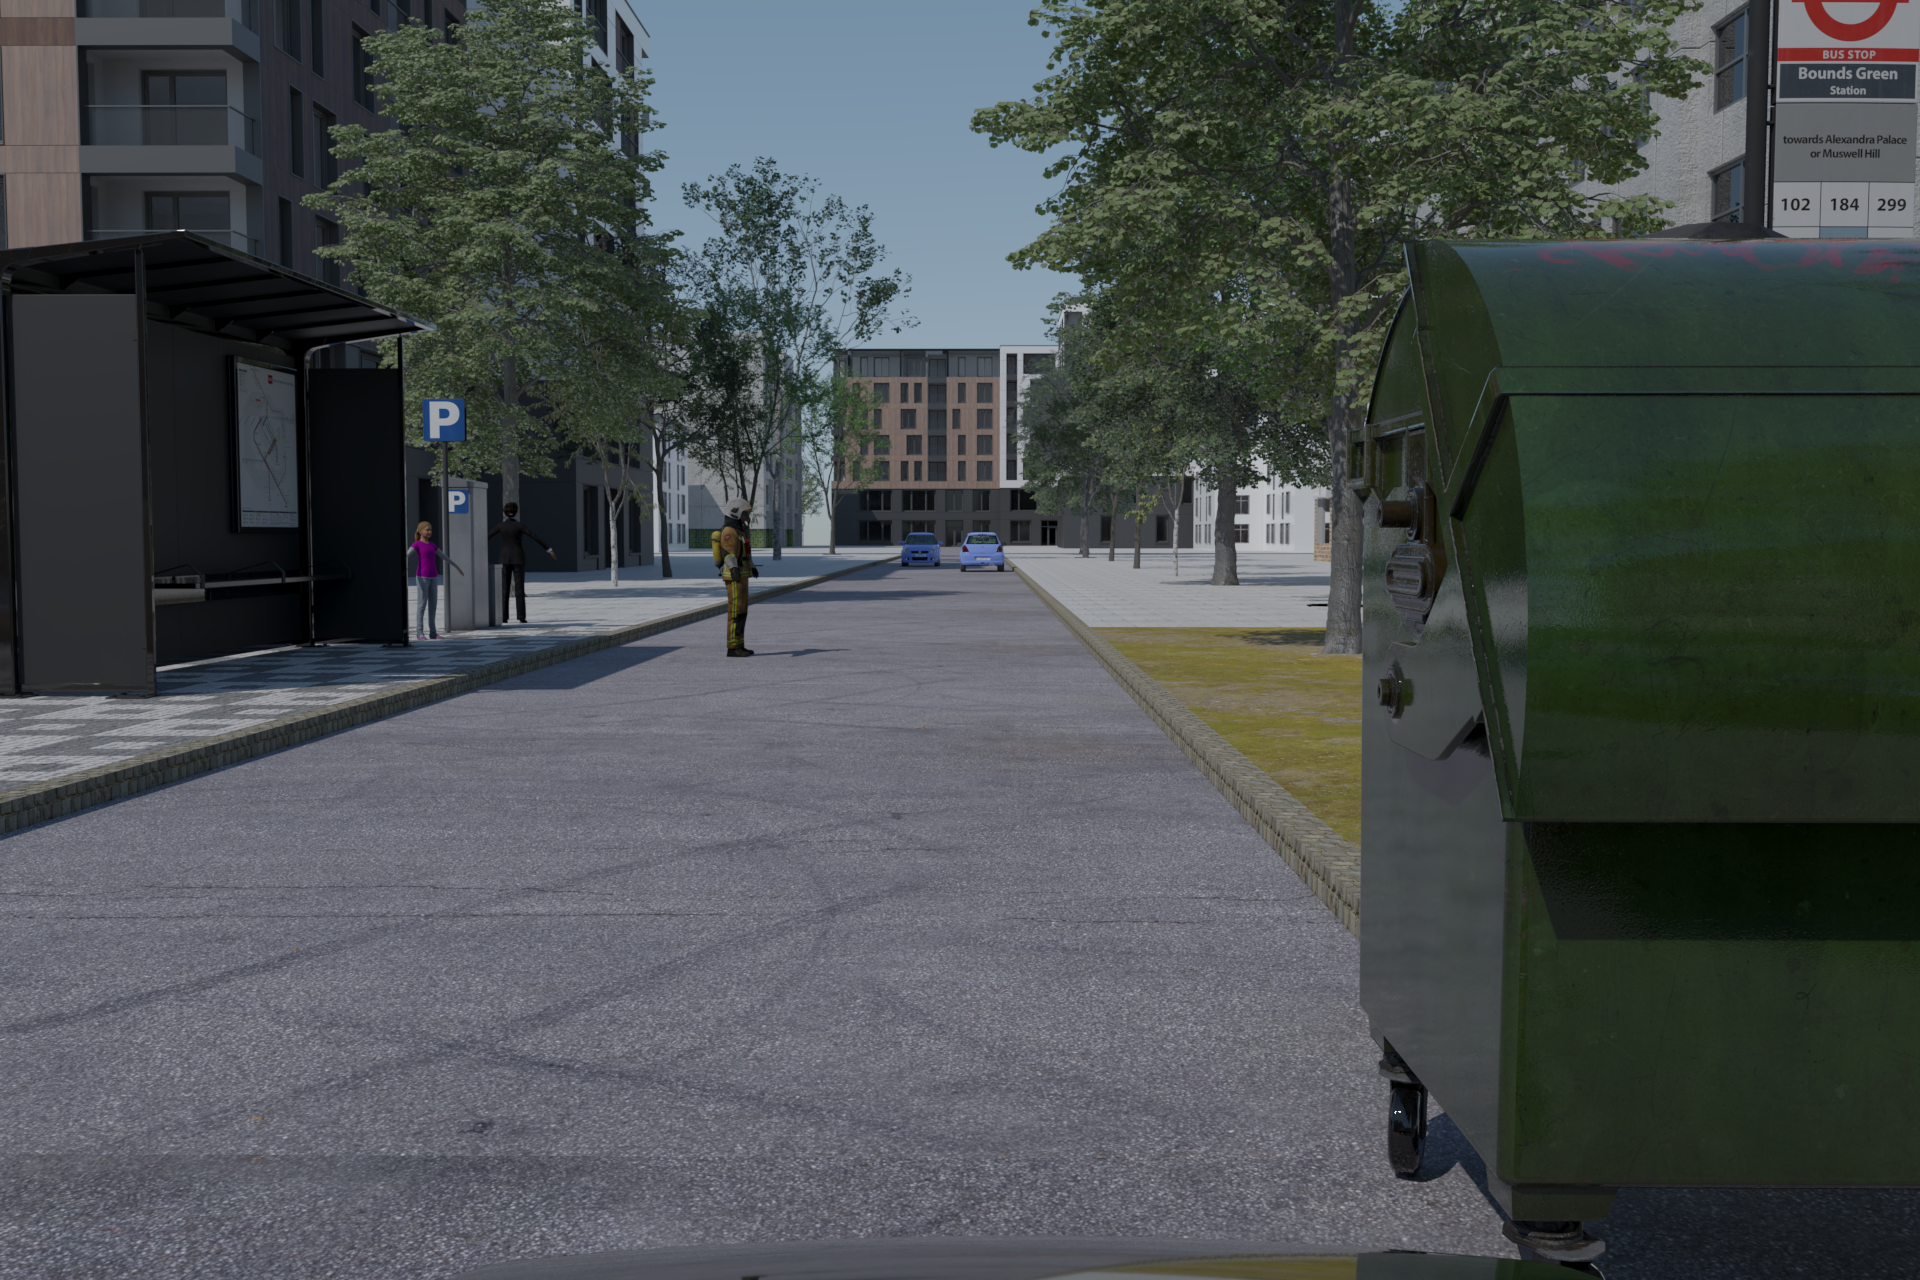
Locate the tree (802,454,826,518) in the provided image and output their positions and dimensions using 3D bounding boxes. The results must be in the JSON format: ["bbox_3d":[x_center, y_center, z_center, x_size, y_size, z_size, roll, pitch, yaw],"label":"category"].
[{"bbox_3d":[-19.049,-16.349,201.710,7.601,10.594,8.767,0,4,3],"label":"tree"}]

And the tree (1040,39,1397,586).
[{"bbox_3d":[6.716,-8.335,42.935,9.857,13.997,8.962,0,3,0],"label":"tree"}]

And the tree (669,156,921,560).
[{"bbox_3d":[-8.329,-14.037,85.395,12.611,20.169,13.585,0,3,0],"label":"tree"}]

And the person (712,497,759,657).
[{"bbox_3d":[-2.581,-0.737,20.276,0.705,1.858,1.354,0,4,3],"label":"person"}]

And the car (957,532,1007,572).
[{"bbox_3d":[0.839,-3.486,66.585,1.945,1.707,3.694,0,4,0],"label":"car"}]

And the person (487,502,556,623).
[{"bbox_3d":[-6.431,-1.116,24.963,1.216,1.740,0.721,0,4,1],"label":"person"}]

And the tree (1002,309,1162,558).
[{"bbox_3d":[6.857,-11.136,92.449,12.009,13.543,11.850,0,3,0],"label":"tree"}]

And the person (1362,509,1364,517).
[{"bbox_3d":[7.568,-1.660,33.283,0.704,1.843,1.345,1,4,22],"label":"person"}]

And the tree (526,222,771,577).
[{"bbox_3d":[-9.019,-7.136,51.083,7.601,10.594,8.767,0,4,2],"label":"tree"}]

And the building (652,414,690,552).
[{"bbox_3d":[-25.700,-11.833,135.618,9.099,9.664,28.070,0,4,0],"label":"building"}]

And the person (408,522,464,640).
[{"bbox_3d":[-6.430,-0.718,21.011,0.599,1.433,0.991,2,4,33],"label":"person"}]

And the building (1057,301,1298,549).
[{"bbox_3d":[23.355,-19.847,168.477,27.936,21.610,32.646,0,4,1],"label":"building"}]

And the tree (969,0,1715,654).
[{"bbox_3d":[3.973,-6.153,18.725,7.486,12.596,7.792,0,3,0],"label":"tree"}]

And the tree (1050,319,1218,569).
[{"bbox_3d":[6.858,-7.923,63.951,7.601,10.594,8.767,-2,4,-27],"label":"tree"}]

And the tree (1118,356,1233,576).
[{"bbox_3d":[6.581,-6.252,52.583,4.737,8.622,4.395,0,3,0],"label":"tree"}]

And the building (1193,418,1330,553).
[{"bbox_3d":[24.150,-11.736,134.027,9.099,9.664,28.070,0,4,1],"label":"building"}]

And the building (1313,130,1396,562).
[{"bbox_3d":[21.787,-13.696,80.357,16.016,20.090,11.380,0,4,0],"label":"building"}]

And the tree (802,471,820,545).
[{"bbox_3d":[-17.939,-14.961,194.971,4.737,8.622,4.395,0,3,0],"label":"tree"}]

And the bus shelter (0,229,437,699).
[{"bbox_3d":[-6.788,-1.544,16.525,1.731,3.624,6.357,0,4,1],"label":"bus shelter"}]

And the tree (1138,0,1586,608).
[{"bbox_3d":[6.827,-6.397,30.342,9.928,11.665,9.643,0,3,0],"label":"tree"}]

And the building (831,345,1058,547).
[{"bbox_3d":[2.222,-21.618,199.884,32.646,21.610,27.936,0,4,0],"label":"building"}]

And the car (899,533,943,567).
[{"bbox_3d":[-1.732,-4.143,77.330,1.945,1.707,3.694,0,4,1],"label":"car"}]

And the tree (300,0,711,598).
[{"bbox_3d":[-8.872,-7.107,34.330,7.486,12.596,7.792,0,3,0],"label":"tree"}]

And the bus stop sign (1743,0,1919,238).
[{"bbox_3d":[3.482,-1.128,7.149,0.855,3.939,0.416,0,4,1],"label":"bus stop sign"}]

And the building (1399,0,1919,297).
[{"bbox_3d":[23.364,-10.873,44.237,16.747,18.905,31.486,0,4,1],"label":"building"}]

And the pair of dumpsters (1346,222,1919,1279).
[{"bbox_3d":[3.036,0.095,3.391,4.436,2.255,1.574,0,4,1],"label":"pair of dumpsters"}]

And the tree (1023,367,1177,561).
[{"bbox_3d":[7.122,-8.966,81.004,8.767,10.594,7.601,0,4,-1],"label":"tree"}]

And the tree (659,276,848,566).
[{"bbox_3d":[-8.392,-8.753,68.872,9.928,11.665,9.643,0,3,0],"label":"tree"}]

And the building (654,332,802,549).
[{"bbox_3d":[-25.367,-18.423,167.678,16.747,18.905,31.486,0,4,1],"label":"building"}]

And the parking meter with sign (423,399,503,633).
[{"bbox_3d":[-6.609,-1.649,23.223,0.543,3.016,1.738,0,4,2],"label":"parking meter with sign"}]

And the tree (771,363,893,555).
[{"bbox_3d":[-7.984,-11.078,106.875,9.928,11.665,9.643,0,3,0],"label":"tree"}]

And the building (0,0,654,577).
[{"bbox_3d":[-26.764,-12.929,55.364,27.936,21.610,32.646,0,4,0],"label":"building"}]

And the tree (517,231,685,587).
[{"bbox_3d":[-8.350,-5.622,42.279,4.360,8.622,3.978,0,3,0],"label":"tree"}]

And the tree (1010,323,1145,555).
[{"bbox_3d":[7.754,-12.229,106.601,9.857,13.997,8.962,0,3,0],"label":"tree"}]

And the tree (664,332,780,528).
[{"bbox_3d":[-8.118,-6.842,62.232,4.360,8.622,3.978,0,3,0],"label":"tree"}]
